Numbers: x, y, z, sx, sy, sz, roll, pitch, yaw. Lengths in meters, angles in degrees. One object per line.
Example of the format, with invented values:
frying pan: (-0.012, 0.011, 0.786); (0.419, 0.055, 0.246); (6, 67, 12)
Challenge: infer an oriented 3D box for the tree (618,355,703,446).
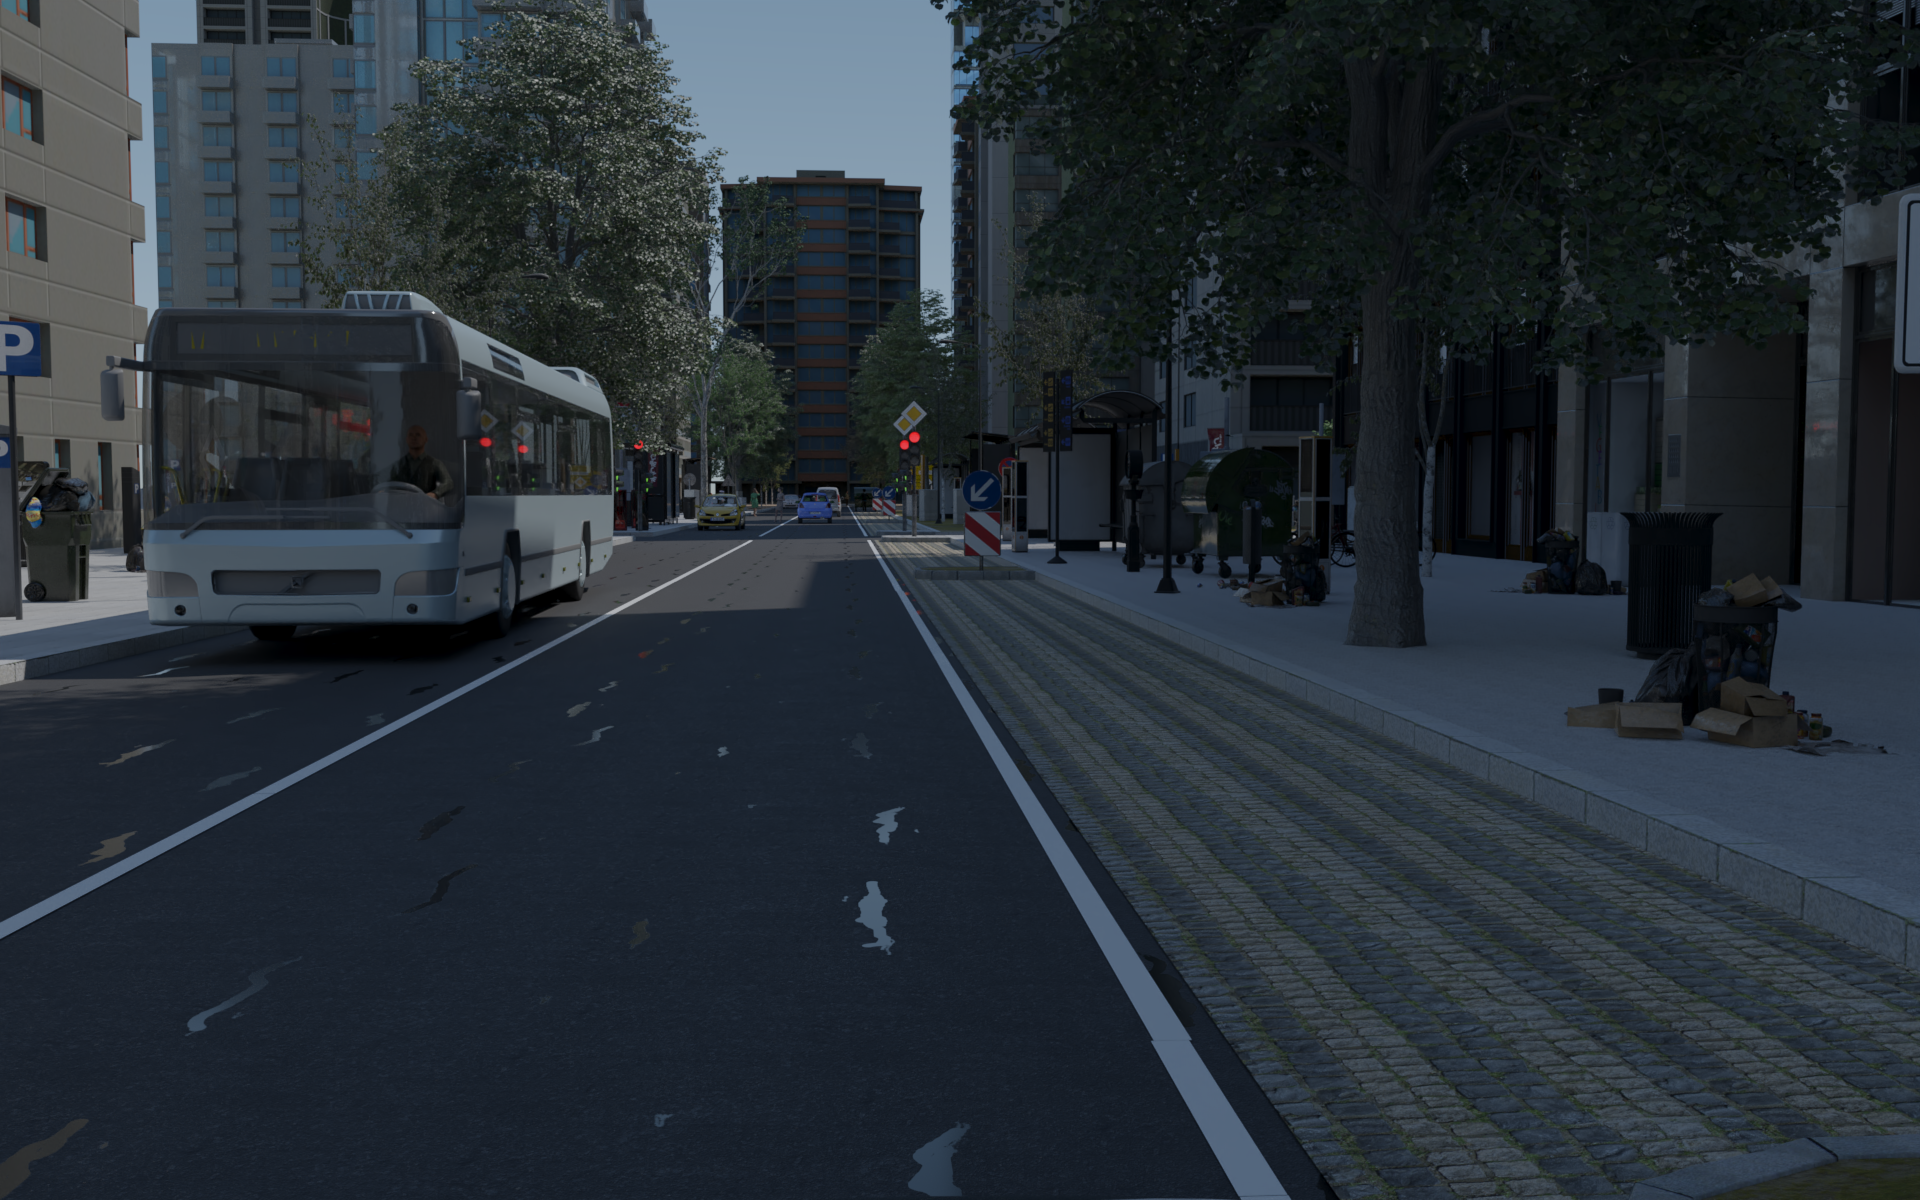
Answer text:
tree: (-14.054, -8.010, 81.326); (4.360, 8.622, 3.978); (0, 3, 0)

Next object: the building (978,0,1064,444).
building: (12.223, -37.841, 160.702); (21.231, 58.520, 28.212); (0, 4, -4)

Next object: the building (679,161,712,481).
building: (-40.819, -35.551, 231.363); (14.200, 45.320, 14.600); (0, 4, -4)

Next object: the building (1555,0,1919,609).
building: (20.606, -12.670, 11.667); (19.350, 26.468, 34.151); (0, 4, -4)

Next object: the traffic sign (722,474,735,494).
traffic sign: (-15.097, -6.906, 112.922); (0.884, 2.594, 0.081); (0, 4, -2)

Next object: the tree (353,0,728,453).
tree: (-10.363, -8.375, 43.588); (9.857, 13.997, 8.962); (0, 3, 0)

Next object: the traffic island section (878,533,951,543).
traffic island section: (-1.360, -1.835, 52.281); (2.009, 0.180, 2.903); (0, 4, -4)

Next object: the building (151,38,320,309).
building: (-68.836, -34.616, 185.583); (30.456, 49.044, 23.786); (0, 4, -4)

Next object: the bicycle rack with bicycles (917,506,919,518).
bicycle rack with bicycles: (-1.107, -4.866, 92.947); (2.925, 0.926, 2.852); (-2, 4, -32)

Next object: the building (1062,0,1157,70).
building: (12.535, -20.046, 99.446); (14.160, 30.474, 14.107); (0, 4, -4)

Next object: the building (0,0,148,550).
building: (-33.675, -11.192, 28.027); (28.899, 21.520, 27.650); (0, 4, -4)

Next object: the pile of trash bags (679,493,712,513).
pile of trash bags: (-18.230, -6.705, 119.384); (3.447, 1.369, 1.912); (3, 5, 39)

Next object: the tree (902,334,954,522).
tree: (-0.539, -7.965, 80.585); (4.360, 8.622, 3.978); (0, 3, 0)

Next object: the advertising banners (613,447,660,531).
advertising banners: (-12.082, -4.187, 64.644); (2.074, 3.025, 0.090); (1, 4, 22)

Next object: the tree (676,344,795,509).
tree: (-15.854, -11.893, 120.214); (9.928, 11.665, 9.643); (0, 3, 0)

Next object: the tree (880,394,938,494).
tree: (-3.574, -10.171, 116.662); (4.737, 8.622, 4.395); (0, 3, 0)

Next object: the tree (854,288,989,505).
tree: (-2.296, -10.888, 96.139); (7.486, 12.596, 7.792); (0, 3, 0)

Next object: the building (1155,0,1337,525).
building: (20.960, -39.171, 78.705); (20.611, 71.187, 20.563); (0, 4, -4)

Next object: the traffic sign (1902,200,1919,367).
traffic sign: (3.511, -0.235, 5.974); (0.606, 2.300, 0.079); (0, 4, 5)

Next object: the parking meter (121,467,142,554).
parking meter: (-17.893, -1.939, 37.417); (0.255, 1.863, 0.399); (0, 4, 0)

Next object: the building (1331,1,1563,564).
building: (16.381, -12.690, 37.156); (12.332, 23.373, 15.834); (0, 4, -4)

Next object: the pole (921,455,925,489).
pole: (-1.926, -5.881, 89.995); (0.158, 3.312, 0.155); (0, 3, 0)

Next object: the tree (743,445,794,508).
tree: (-21.799, -15.042, 196.294); (4.737, 8.622, 4.395); (0, 3, 0)

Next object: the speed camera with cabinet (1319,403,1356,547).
speed camera with cabinet: (8.499, -2.638, 37.460); (2.038, 3.252, 0.660); (3, 5, 44)

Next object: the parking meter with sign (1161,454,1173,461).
parking meter with sign: (8.907, -4.837, 75.347); (0.543, 3.016, 1.738); (0, 4, 1)

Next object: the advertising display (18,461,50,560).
advertising display: (-18.255, -1.754, 33.891); (0.974, 1.923, 0.123); (1, 4, 11)

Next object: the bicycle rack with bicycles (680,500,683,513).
bicycle rack with bicycles: (-18.541, -6.270, 115.893); (2.925, 0.926, 2.852); (2, 4, 35)

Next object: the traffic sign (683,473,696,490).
traffic sign: (-16.549, -6.479, 106.039); (0.768, 2.556, 0.104); (0, 4, -3)

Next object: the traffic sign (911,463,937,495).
traffic sign: (-2.293, -7.119, 110.272); (2.265, 3.308, 0.079); (0, 4, 3)

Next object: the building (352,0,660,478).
building: (-37.773, -32.291, 147.563); (23.786, 49.044, 30.456); (0, 4, -4)

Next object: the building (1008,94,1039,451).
building: (10.367, -21.861, 129.136); (14.160, 30.474, 14.107); (0, 4, -4)

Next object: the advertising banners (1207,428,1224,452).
advertising banners: (7.460, -3.014, 45.472); (2.074, 3.025, 0.090); (2, 4, 28)

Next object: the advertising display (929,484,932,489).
advertising display: (-1.510, -6.268, 107.697); (0.974, 1.923, 0.123); (-3, 5, -43)

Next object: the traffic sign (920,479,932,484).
traffic sign: (-2.138, -6.646, 109.852); (0.795, 2.450, 0.064); (0, 4, 2)

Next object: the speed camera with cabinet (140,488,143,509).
speed camera with cabinet: (-24.161, -3.445, 50.659); (0.660, 3.252, 2.038); (-3, 5, -40)

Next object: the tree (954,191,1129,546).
tree: (2.343, -5.609, 42.067); (4.360, 8.622, 3.978); (0, 3, 0)

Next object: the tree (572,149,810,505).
tree: (-15.461, -14.613, 94.803); (12.611, 20.169, 13.585); (0, 3, 0)

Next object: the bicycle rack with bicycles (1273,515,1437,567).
bicycle rack with bicycles: (7.058, -1.085, 31.119); (2.925, 0.926, 2.852); (1, 4, 9)

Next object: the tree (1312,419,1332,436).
tree: (14.559, -5.002, 65.497); (4.285, 4.588, 4.351); (0, 3, 0)

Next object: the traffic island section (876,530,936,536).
traffic island section: (-1.908, -2.322, 60.247); (2.009, 0.180, 2.903); (0, 4, -4)

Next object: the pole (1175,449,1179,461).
pole: (9.823, -5.176, 78.474); (0.158, 3.312, 0.155); (0, 3, 0)

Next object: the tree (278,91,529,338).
tree: (-10.568, -5.018, 32.407); (4.360, 8.622, 3.978); (0, 3, 0)

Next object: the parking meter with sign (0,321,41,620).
parking meter with sign: (-10.177, -1.338, 18.141); (1.738, 3.016, 0.543); (3, 5, 45)

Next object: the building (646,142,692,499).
building: (-40.980, -30.113, 184.221); (23.993, 40.220, 32.217); (0, 4, -4)

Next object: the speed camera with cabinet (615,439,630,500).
speed camera with cabinet: (-12.939, -4.187, 62.797); (2.038, 3.252, 0.660); (2, 4, 28)

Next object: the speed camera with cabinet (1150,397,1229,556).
speed camera with cabinet: (4.845, -2.538, 35.835); (0.660, 3.252, 2.038); (-3, 5, -43)

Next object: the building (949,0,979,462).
building: (10.389, -56.548, 237.230); (31.000, 86.520, 22.319); (0, 4, -4)

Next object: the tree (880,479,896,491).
tree: (-8.010, -11.997, 190.753); (1.663, 3.219, 1.824); (0, 3, 0)

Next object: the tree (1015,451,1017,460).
tree: (2.913, -7.578, 107.612); (4.285, 4.588, 4.351); (0, 3, 0)

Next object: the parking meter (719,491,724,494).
parking meter: (-17.141, -7.113, 124.700); (0.372, 1.533, 0.369); (0, 3, 0)

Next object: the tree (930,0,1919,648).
tree: (3.745, -6.586, 14.343); (9.857, 13.997, 8.962); (0, 3, 0)

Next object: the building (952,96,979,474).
building: (10.586, -32.724, 189.664); (22.147, 44.769, 28.867); (0, 4, -4)

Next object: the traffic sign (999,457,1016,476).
traffic sign: (1.722, -3.667, 60.060); (0.768, 2.556, 0.104); (0, 4, 4)

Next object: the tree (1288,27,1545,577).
tree: (7.211, -4.677, 26.838); (4.360, 8.622, 3.978); (0, 3, 0)

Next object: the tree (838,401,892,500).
tree: (-9.059, -18.286, 209.338); (12.009, 13.543, 11.850); (0, 3, 0)

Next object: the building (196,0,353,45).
building: (-87.274, -48.443, 230.287); (20.611, 71.187, 20.563); (0, 4, -4)

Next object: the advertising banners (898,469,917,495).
advertising banners: (-2.913, -6.875, 108.591); (2.074, 3.025, 0.090); (1, 4, 13)

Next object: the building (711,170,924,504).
building: (-19.608, -35.608, 236.816); (28.867, 44.769, 22.147); (0, 4, -4)

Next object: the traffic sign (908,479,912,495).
traffic sign: (-3.180, -6.570, 107.529); (0.768, 2.556, 0.104); (0, 4, 3)

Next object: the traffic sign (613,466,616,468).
traffic sign: (-13.478, -4.038, 66.132); (0.768, 2.556, 0.104); (0, 4, 0)
